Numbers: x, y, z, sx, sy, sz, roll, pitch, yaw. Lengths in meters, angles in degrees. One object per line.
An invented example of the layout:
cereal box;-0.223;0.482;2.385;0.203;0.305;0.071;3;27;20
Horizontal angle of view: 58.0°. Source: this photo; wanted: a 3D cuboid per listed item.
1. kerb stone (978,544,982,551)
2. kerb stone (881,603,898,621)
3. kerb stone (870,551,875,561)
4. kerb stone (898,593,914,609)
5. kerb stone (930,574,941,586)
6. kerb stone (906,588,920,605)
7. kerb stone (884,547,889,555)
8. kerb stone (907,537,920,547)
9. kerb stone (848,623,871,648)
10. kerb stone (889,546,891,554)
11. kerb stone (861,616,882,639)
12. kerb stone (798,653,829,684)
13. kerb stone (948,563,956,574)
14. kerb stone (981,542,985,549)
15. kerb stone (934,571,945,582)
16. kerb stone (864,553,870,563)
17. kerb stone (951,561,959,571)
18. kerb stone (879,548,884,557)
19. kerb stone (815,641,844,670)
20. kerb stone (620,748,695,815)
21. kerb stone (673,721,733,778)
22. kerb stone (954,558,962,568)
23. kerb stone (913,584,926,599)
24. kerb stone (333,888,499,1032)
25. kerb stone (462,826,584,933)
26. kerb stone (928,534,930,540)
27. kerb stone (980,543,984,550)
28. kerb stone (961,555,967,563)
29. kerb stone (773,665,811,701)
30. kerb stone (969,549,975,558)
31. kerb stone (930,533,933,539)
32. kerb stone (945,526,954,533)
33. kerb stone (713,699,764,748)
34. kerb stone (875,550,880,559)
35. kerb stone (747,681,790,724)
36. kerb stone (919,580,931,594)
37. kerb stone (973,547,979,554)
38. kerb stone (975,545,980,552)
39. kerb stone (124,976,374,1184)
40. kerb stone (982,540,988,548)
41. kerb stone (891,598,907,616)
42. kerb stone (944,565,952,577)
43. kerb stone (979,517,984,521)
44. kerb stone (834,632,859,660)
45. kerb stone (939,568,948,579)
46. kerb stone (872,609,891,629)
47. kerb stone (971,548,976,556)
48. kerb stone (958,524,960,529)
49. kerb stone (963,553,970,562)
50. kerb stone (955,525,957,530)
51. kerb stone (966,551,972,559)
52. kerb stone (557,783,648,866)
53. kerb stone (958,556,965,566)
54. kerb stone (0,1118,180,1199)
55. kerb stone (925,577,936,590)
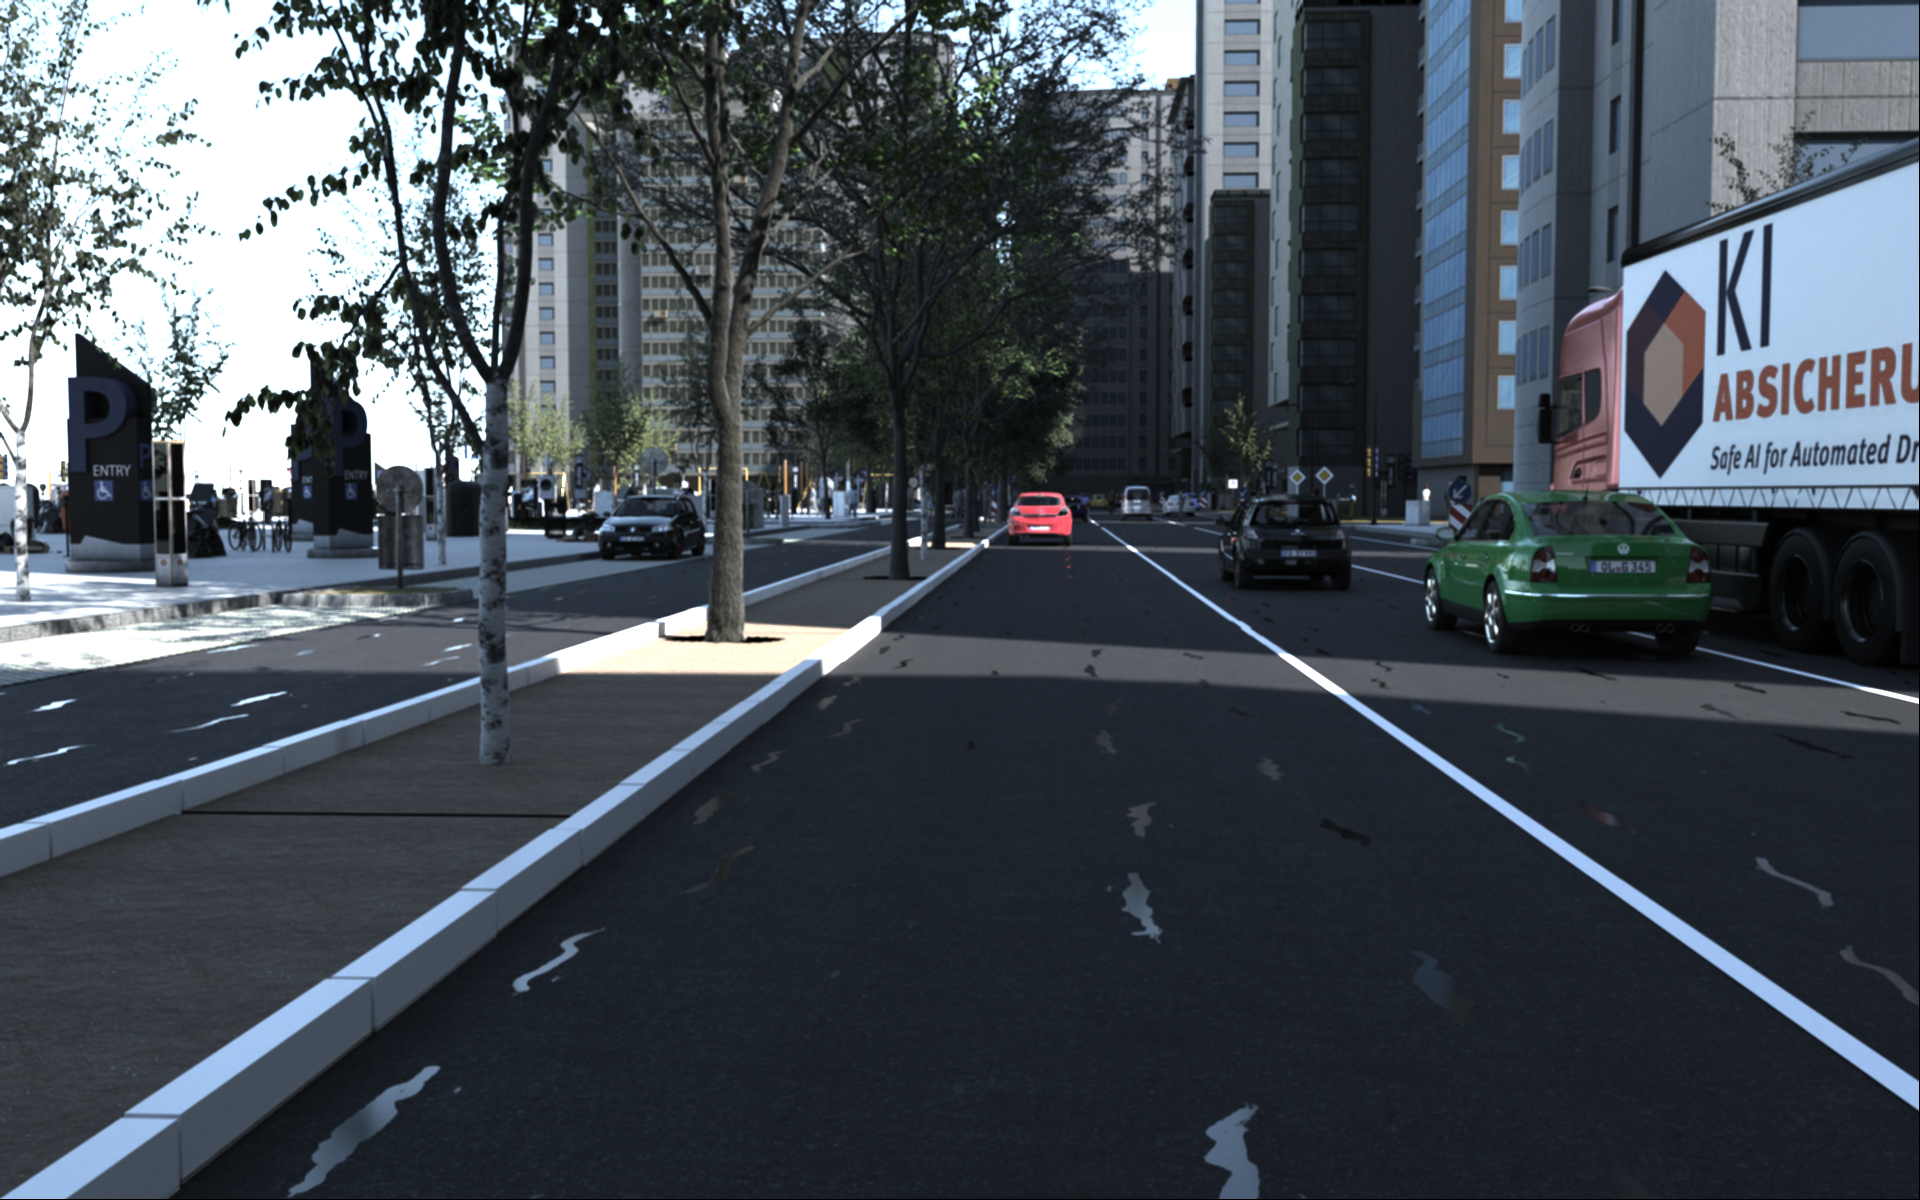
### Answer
kerb stone;0.399;-1.209;41.985;0.120;0.150;1.000;0;4;3
kerb stone;-0.827;0.169;19.440;0.120;0.150;1.000;0;4;3
kerb stone;-1.971;-0.900;36.921;0.120;0.150;1.000;0;4;3
kerb stone;-0.708;0.044;21.481;0.120;0.150;1.000;0;4;3
kerb stone;-0.427;-0.269;26.610;0.120;0.150;1.000;0;4;3
kerb stone;-0.646;-0.019;22.511;0.120;0.150;1.000;0;4;3
kerb stone;-1.815;-1.088;39.986;0.120;0.150;1.000;0;4;3
kerb stone;-1.320;-1.651;49.191;0.120;0.150;1.000;0;4;3
kerb stone;-0.977;0.358;16.365;0.120;0.150;1.000;0;4;3
kerb stone;-1.750;-1.150;41.006;0.120;0.150;1.000;0;4;3
kerb stone;-0.922;0.294;17.390;0.120;0.150;1.000;0;4;3
kerb stone;-1.153;0.549;13.296;0.120;0.150;1.000;0;4;3
kerb stone;-0.210;-0.515;30.700;0.120;0.150;1.000;0;4;3
kerb stone;0.504;-1.332;44.031;0.120;0.150;1.000;0;4;3
kerb stone;-0.375;-0.329;27.635;0.120;0.150;1.000;0;4;3
kerb stone;-2.033;-0.834;35.902;0.120;0.150;1.000;0;4;3
kerb stone;-0.151;-0.582;31.720;0.120;0.150;1.000;0;4;3
kerb stone;-1.867;-1.026;38.965;0.120;0.150;1.000;0;4;3
kerb stone;-1.100;0.482;14.319;0.120;0.150;1.000;0;4;3
kerb stone;-1.426;0.858;8.181;0.120;0.150;1.000;0;4;3
kerb stone;-1.370;0.795;9.201;0.120;0.150;1.000;0;4;3
kerb stone;-0.098;-0.646;32.762;0.120;0.150;1.000;0;4;3
kerb stone;-0.598;-0.082;23.537;0.120;0.150;1.000;0;4;3
kerb stone;-1.588;1.047;5.112;0.120;0.150;1.000;0;4;3
kerb stone;-1.538;0.982;6.134;0.120;0.150;1.000;0;4;3
kerb stone;-1.091;-1.895;53.301;0.120;0.150;1.000;0;4;3
kerb stone;0.449;-1.273;43.011;0.120;0.150;1.000;0;4;3
kerb stone;0.015;-0.771;34.816;0.120;0.150;1.000;0;4;3
kerb stone;-1.208;0.607;12.275;0.120;0.150;1.000;0;4;3
kerb stone;0.180;-0.960;37.885;0.120;0.150;1.000;0;4;3
kerb stone;-0.926;-2.090;56.372;0.120;0.150;1.000;0;4;3
kerb stone;-0.423;-2.652;65.567;0.120;0.150;1.000;0;4;3
kerb stone;-1.317;0.732;10.222;0.120;0.150;1.000;0;4;3
kerb stone;-1.922;-0.963;37.945;0.120;0.150;1.000;0;4;3
kerb stone;-1.257;0.670;11.245;0.120;0.150;1.000;0;4;3
kerb stone;-0.548;-0.144;24.558;0.120;0.150;1.000;0;4;3
kerb stone;0.293;-1.079;39.934;0.120;0.150;1.000;0;4;3
kerb stone;0.337;-1.148;40.960;0.120;0.150;1.000;0;4;3
kerb stone;-1.647;1.109;4.092;0.120;0.150;1.000;0;4;3
kerb stone;0.571;-1.396;45.051;0.120;0.150;1.000;0;4;3
kerb stone;-0.762;0.106;20.460;0.120;0.150;1.000;0;4;3
kerb stone;-0.267;-0.452;29.680;0.120;0.150;1.000;0;4;3
kerb stone;1.314;-4.629;97.901;0.120;0.150;1.000;0;4;3
kerb stone;-1.032;0.419;15.341;0.120;0.150;1.000;0;4;3
kerb stone;-0.324;-0.391;28.656;0.120;0.150;1.000;0;4;3
kerb stone;-0.867;0.232;18.419;0.120;0.150;1.000;0;4;3
kerb stone;0.231;-1.018;38.906;0.120;0.150;1.000;0;4;3
kerb stone;-0.208;-2.903;69.656;0.120;0.150;1.000;0;4;3
kerb stone;0.071;-0.833;35.841;0.120;0.150;1.000;0;4;3
kerb stone;-0.320;-2.778;67.608;0.120;0.150;1.000;0;4;3
kerb stone;0.124;-0.889;36.864;0.120;0.150;1.000;0;4;3
kerb stone;-1.478;0.923;7.155;0.120;0.150;1.000;0;4;3
kerb stone;-0.042;-0.709;33.785;0.120;0.150;1.000;0;4;3
kerb stone;-1.695;1.172;3.071;0.120;0.150;1.000;0;4;3
kerb stone;-0.482;-0.207;25.584;0.120;0.150;1.000;0;4;3
